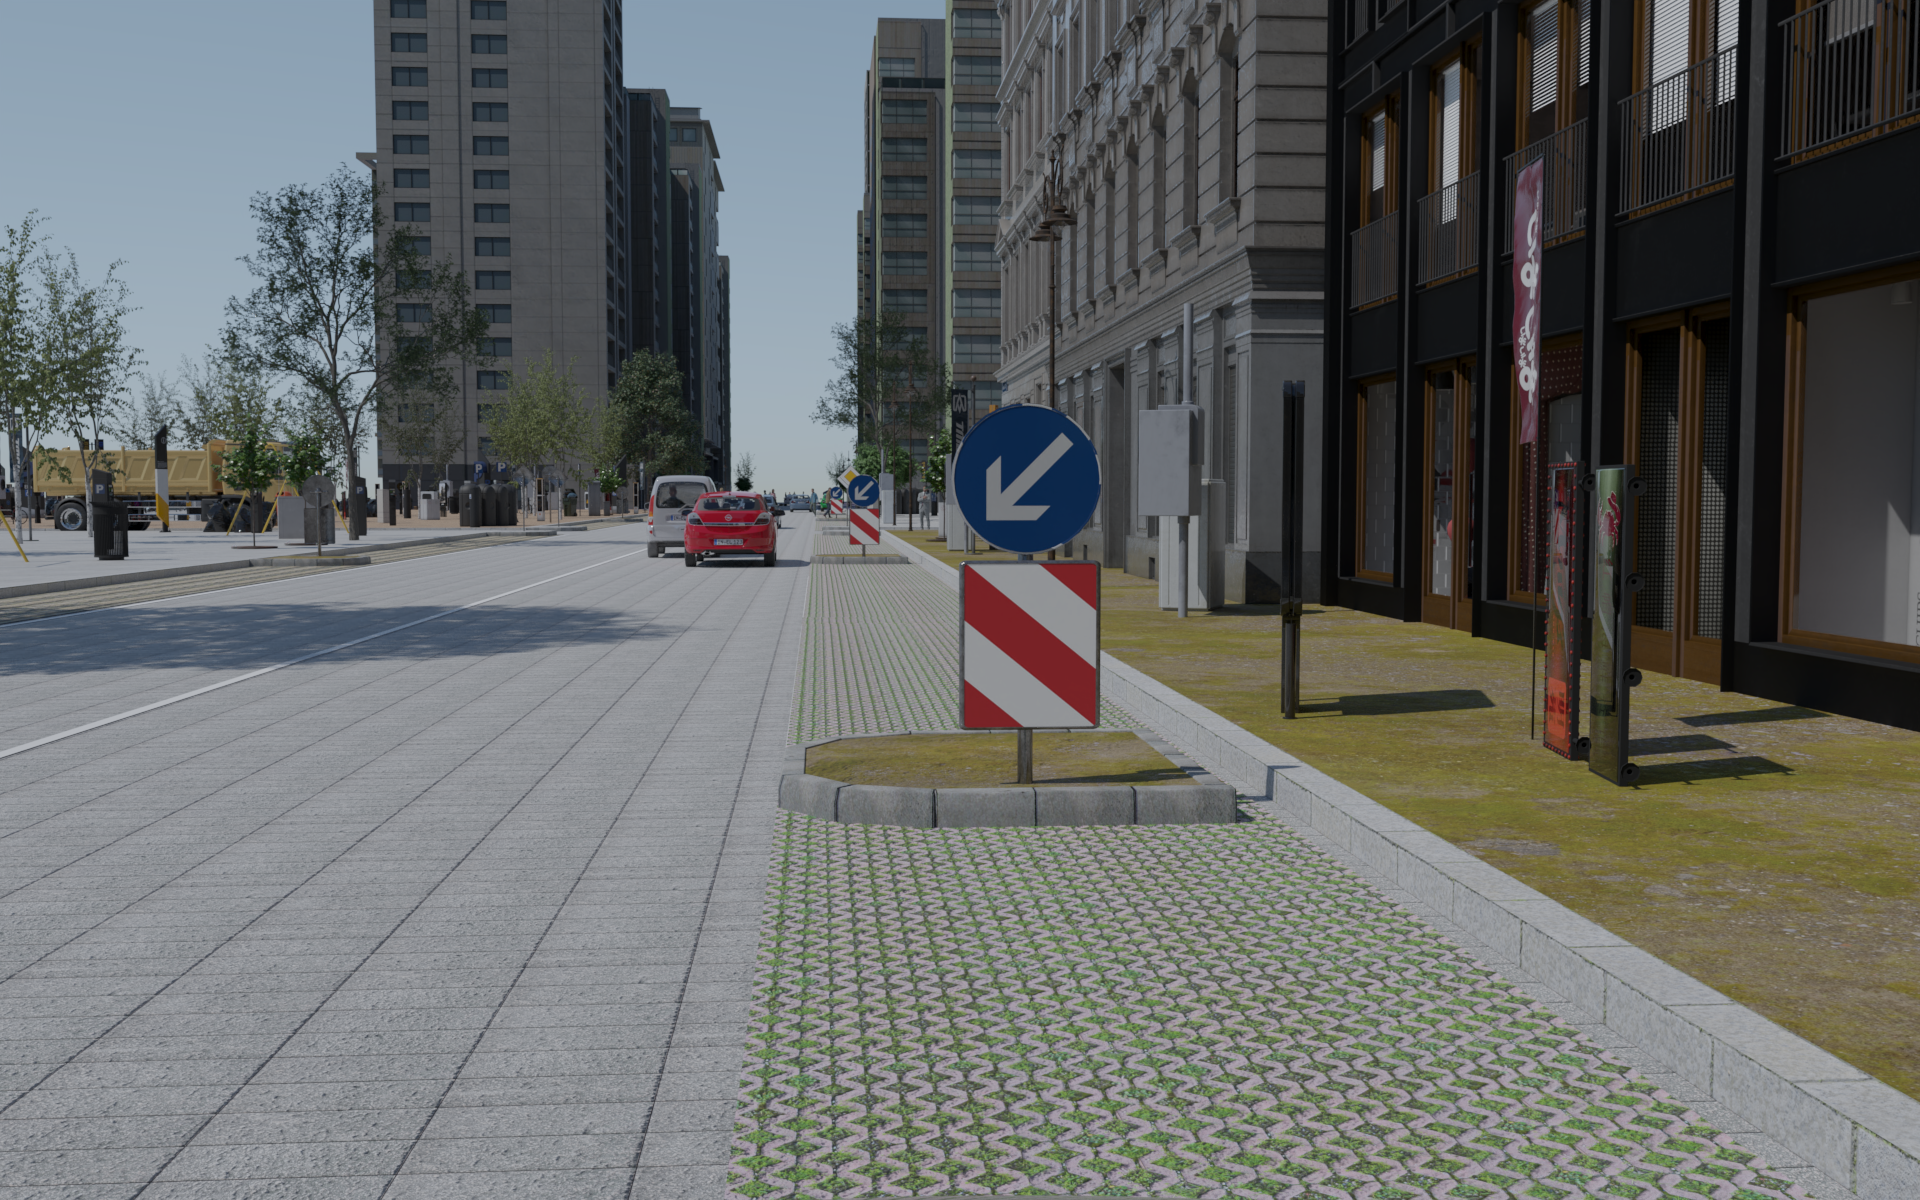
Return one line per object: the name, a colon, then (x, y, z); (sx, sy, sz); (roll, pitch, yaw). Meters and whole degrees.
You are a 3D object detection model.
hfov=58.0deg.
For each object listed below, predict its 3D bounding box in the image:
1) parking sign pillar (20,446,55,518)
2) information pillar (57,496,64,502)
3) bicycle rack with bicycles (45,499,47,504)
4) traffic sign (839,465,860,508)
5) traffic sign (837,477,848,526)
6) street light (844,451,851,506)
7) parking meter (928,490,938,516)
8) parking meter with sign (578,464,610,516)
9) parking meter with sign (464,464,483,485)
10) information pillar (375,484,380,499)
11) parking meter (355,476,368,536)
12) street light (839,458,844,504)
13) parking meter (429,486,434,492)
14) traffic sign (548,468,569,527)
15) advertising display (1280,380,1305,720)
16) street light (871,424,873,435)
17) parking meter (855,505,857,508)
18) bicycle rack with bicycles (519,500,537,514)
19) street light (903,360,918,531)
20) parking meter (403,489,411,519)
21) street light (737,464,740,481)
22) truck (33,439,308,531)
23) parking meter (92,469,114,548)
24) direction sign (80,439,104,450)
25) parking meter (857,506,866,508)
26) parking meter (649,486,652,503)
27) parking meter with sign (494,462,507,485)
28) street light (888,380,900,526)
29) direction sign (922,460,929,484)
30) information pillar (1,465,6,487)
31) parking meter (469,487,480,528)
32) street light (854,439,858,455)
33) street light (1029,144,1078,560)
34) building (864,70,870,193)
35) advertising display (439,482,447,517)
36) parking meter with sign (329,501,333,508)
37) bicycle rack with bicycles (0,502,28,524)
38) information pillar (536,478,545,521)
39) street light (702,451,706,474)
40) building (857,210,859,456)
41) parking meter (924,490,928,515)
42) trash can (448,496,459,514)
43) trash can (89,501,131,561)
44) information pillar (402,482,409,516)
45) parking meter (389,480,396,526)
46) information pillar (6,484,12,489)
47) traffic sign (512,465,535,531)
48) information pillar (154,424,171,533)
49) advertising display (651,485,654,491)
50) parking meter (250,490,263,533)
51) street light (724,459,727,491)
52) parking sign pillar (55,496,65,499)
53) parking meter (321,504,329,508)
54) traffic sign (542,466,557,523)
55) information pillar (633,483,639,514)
parking sign pillar: (-49.172, -6.305, 91.560); (1.447, 3.967, 1.447); (0, 4, 1)
information pillar: (-55.099, -6.214, 106.082); (0.304, 2.012, 0.304); (-1, 4, -13)
bicycle rack with bicycles: (-62.885, -6.472, 119.192); (2.852, 0.926, 2.925); (-3, 4, -39)
traffic sign: (-3.816, -3.479, 60.530); (0.795, 2.450, 0.064); (0, 4, -5)
traffic sign: (-4.463, -3.966, 68.489); (0.795, 2.450, 0.064); (0, 4, -5)
street light: (-11.787, -12.895, 183.613); (0.468, 5.910, 1.993); (0, 4, -5)
parking meter: (-1.499, -5.676, 101.219); (0.372, 1.533, 0.369); (0, 3, 0)
parking meter with sign: (-21.127, -6.349, 100.070); (1.738, 3.016, 0.543); (-1, 4, -16)
parking meter with sign: (-28.197, -6.335, 99.842); (1.738, 3.016, 0.543); (3, 5, 43)
information pillar: (-40.831, -7.153, 121.436); (0.304, 2.012, 0.304); (-1, 4, -11)
parking meter: (-18.401, -2.904, 53.186); (0.399, 1.863, 0.255); (-1, 4, -14)
street light: (-15.602, -15.798, 231.089); (0.468, 5.910, 1.993); (0, 4, -5)
parking meter: (-35.977, -6.862, 117.910); (0.255, 1.863, 0.399); (-1, 4, -11)
traffic sign: (-15.672, -3.912, 67.601); (0.795, 2.450, 0.064); (0, 4, -5)
advertising display: (1.963, -0.308, 10.244); (0.123, 1.923, 0.974); (1, 4, 11)
street light: (-5.418, -8.192, 106.729); (0.468, 5.910, 1.993); (0, 4, -5)
parking meter: (-7.510, -7.422, 127.052); (0.255, 1.863, 0.399); (-2, 4, -24)
bicycle rack with bicycles: (-27.582, -5.855, 109.113); (2.852, 0.926, 2.925); (-2, 4, -24)
street light: (-1.708, -5.318, 59.741); (0.468, 5.910, 1.993); (0, 4, -5)
parking meter: (-28.991, -5.041, 90.837); (0.372, 1.533, 0.369); (0, 3, 0)
street light: (-33.603, -17.753, 263.042); (0.468, 5.910, 1.993); (0, 4, -5)
truck: (-27.729, -4.059, 62.285); (9.791, 3.379, 3.469); (0, 4, -4)
parking meter: (-19.793, -2.099, 40.026); (0.399, 1.863, 0.255); (0, 4, -1)
direction sign: (-35.623, -4.842, 71.166); (0.876, 3.537, 0.379); (-2, 4, -31)
parking meter: (-7.054, -7.363, 126.102); (0.255, 1.863, 0.399); (-3, 5, -43)
parking meter: (-22.403, -7.323, 125.441); (0.255, 1.863, 0.399); (-1, 4, -9)
parking meter with sign: (-25.304, -6.047, 95.128); (0.543, 3.016, 1.738); (-2, 4, -24)
street light: (-2.668, -5.969, 70.380); (0.468, 5.910, 1.993); (0, 4, -5)
direction sign: (-2.250, -7.583, 115.983); (0.876, 3.537, 0.379); (3, 5, 43)
information pillar: (-72.860, -8.590, 131.807); (0.504, 3.616, 0.183); (1, 4, 16)
parking meter: (-18.630, -3.552, 66.494); (0.372, 1.533, 0.369); (0, 3, 0)
street light: (-8.872, -10.715, 147.985); (0.468, 5.910, 1.993); (0, 4, -5)
street light: (1.244, -3.095, 23.398); (0.468, 5.910, 1.993); (0, 4, -5)
building: (-7.784, -52.226, 292.138); (20.563, 71.187, 20.611); (0, 4, -5)
advertising display: (-28.857, -5.596, 96.712); (0.123, 1.923, 0.974); (-3, 4, -36)
parking meter with sign: (-40.069, -6.941, 109.749); (0.543, 3.016, 1.738); (0, 4, -6)
bicycle rack with bicycles: (-41.259, -3.634, 72.794); (2.925, 0.926, 2.852); (1, 4, 9)
information pillar: (-19.774, -4.721, 81.680); (0.304, 2.012, 0.304); (0, 4, 5)
street light: (-27.083, -12.844, 182.793); (0.468, 5.910, 1.993); (0, 4, -5)
building: (-7.937, -34.736, 251.521); (14.154, 41.232, 14.086); (0, 4, -5)
parking meter: (-2.035, -5.854, 104.125); (0.372, 1.533, 0.369); (0, 3, 0)
trash can: (-32.482, -6.092, 111.259); (0.748, 1.137, 0.748); (0, 3, 0)
trash can: (-16.464, -1.341, 33.578); (0.748, 1.137, 0.748); (0, 3, 0)
information pillar: (-32.957, -6.029, 103.061); (0.304, 2.012, 0.304); (-3, 5, -42)
parking meter: (-23.012, -3.946, 70.229); (0.255, 1.863, 0.399); (-1, 4, -17)
information pillar: (-68.643, -7.375, 125.077); (0.304, 2.012, 0.304); (0, 4, -6)
traffic sign: (-15.025, -3.425, 59.642); (0.795, 2.450, 0.064); (0, 4, -5)
information pillar: (-26.579, -4.057, 57.688); (0.183, 3.616, 0.504); (1, 4, 18)
advertising display: (-22.506, -7.521, 128.186); (0.123, 1.923, 0.974); (2, 4, 29)
parking meter: (-23.013, -3.115, 56.645); (0.255, 1.863, 0.399); (0, 4, 4)
street light: (-30.781, -15.573, 227.406); (0.468, 5.910, 1.993); (0, 4, -5)
parking sign pillar: (-65.379, -8.358, 125.132); (1.447, 3.967, 1.447); (1, 4, 10)
parking meter: (-32.355, -4.880, 88.197); (0.372, 1.533, 0.369); (0, 3, 0)
traffic sign: (-18.364, -4.740, 77.610); (0.768, 2.556, 0.104); (0, 4, 3)
information pillar: (-20.910, -6.562, 111.772); (0.304, 2.012, 0.304); (0, 4, -7)
